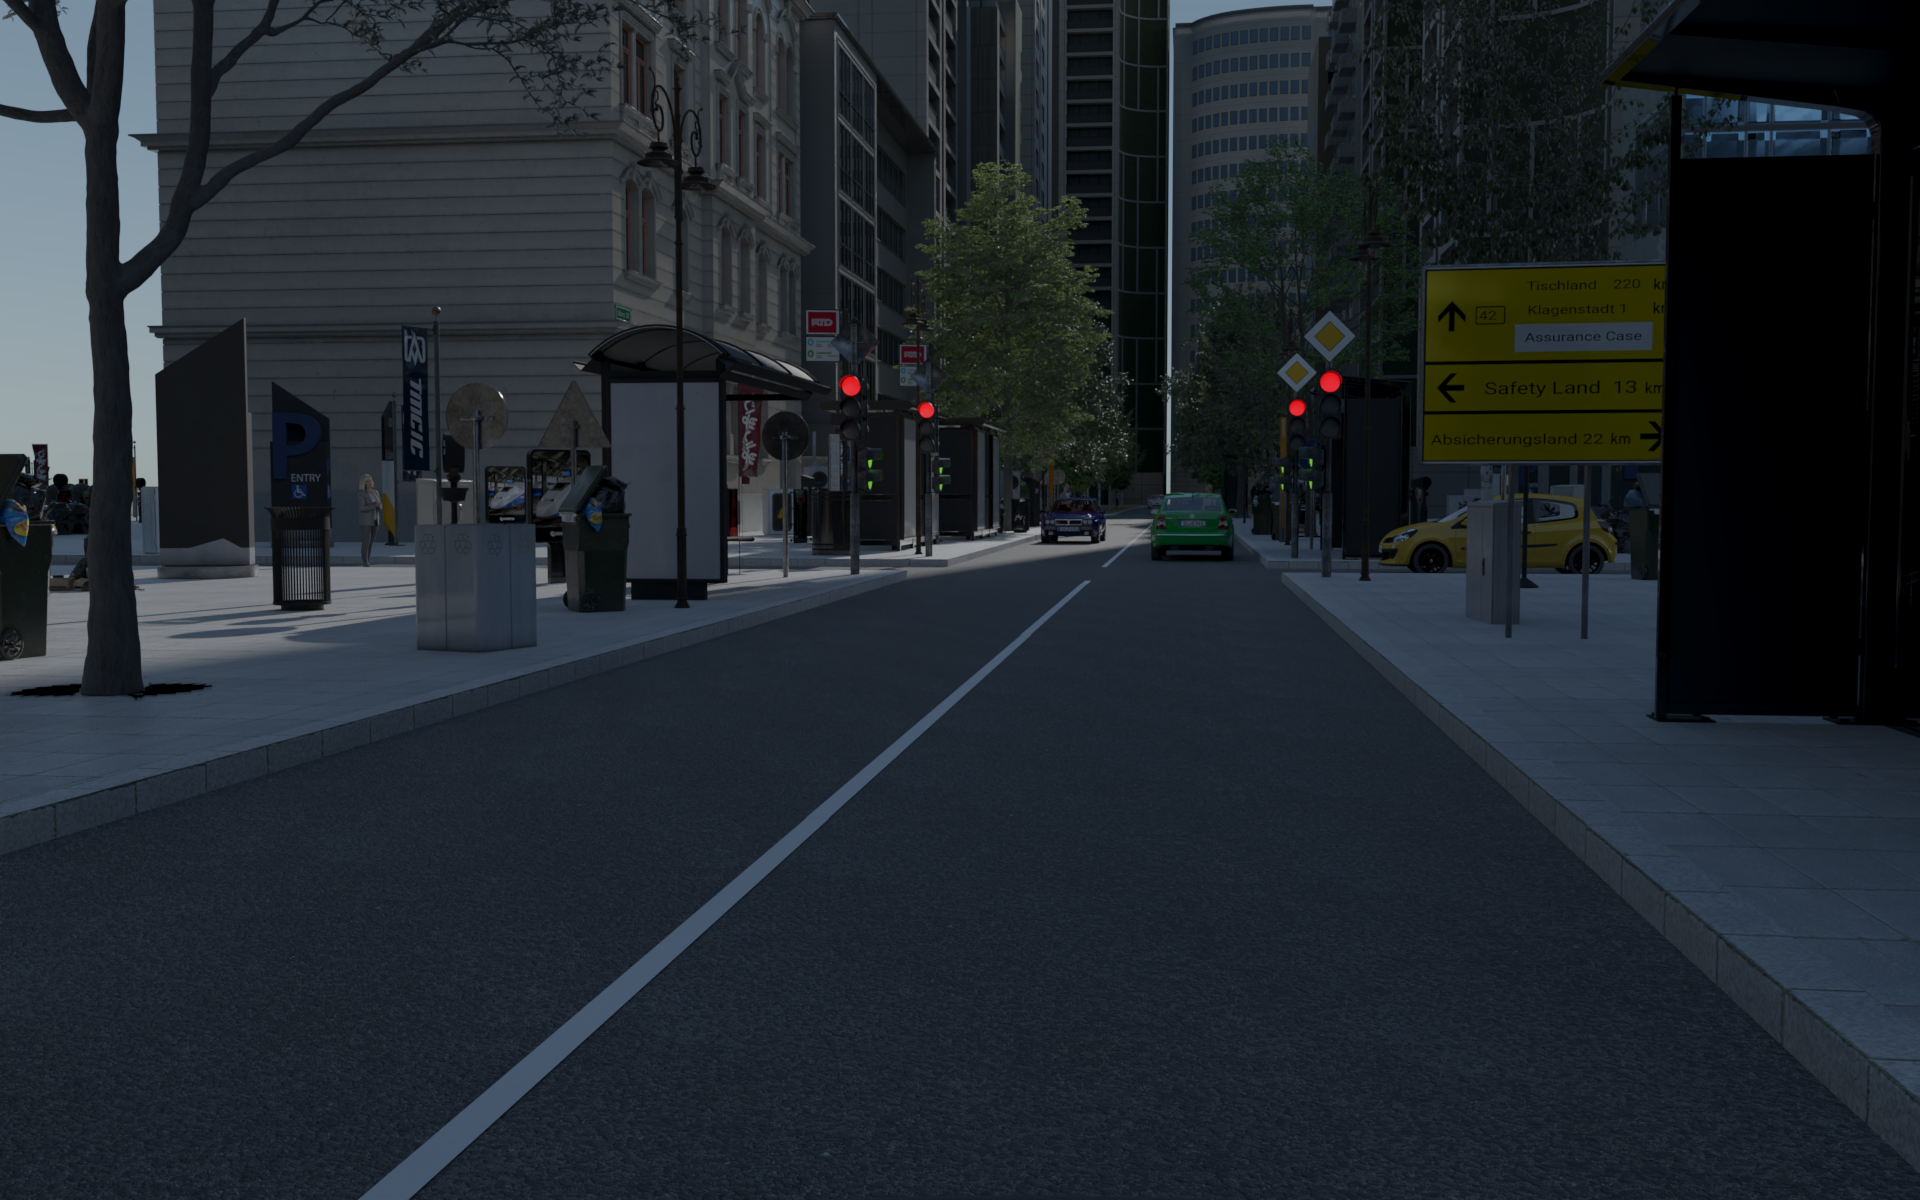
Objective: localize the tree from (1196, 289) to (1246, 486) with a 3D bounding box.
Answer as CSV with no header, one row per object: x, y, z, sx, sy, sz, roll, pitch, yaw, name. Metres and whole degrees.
10.449,-6.747,60.680,4.360,8.622,3.978,0,3,0,tree

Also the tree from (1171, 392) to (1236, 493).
27.153,-16.980,184.271,9.857,13.997,8.962,0,3,0,tree

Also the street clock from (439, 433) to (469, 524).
-5.993,-0.977,20.537,0.358,2.002,0.471,-1,4,-21,street clock

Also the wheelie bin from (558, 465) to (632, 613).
-4.003,-0.682,19.052,0.693,1.594,0.980,-2,4,-30,wheelie bin

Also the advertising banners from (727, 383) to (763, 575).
-3.922,-1.922,27.615,2.074,3.025,0.090,2,4,33,advertising banners

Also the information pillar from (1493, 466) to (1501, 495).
21.861,-4.827,70.268,0.504,3.616,0.183,0,4,7,information pillar

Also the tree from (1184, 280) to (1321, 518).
15.219,-10.759,92.915,9.611,12.733,9.660,0,3,0,tree

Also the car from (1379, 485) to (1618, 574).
9.421,-1.239,30.477,3.980,1.641,2.015,1,4,9,car

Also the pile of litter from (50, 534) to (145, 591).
-11.700,-0.566,23.213,1.719,0.858,1.176,3,5,42,pile of litter

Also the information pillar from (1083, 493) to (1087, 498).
8.019,-6.478,110.412,0.304,2.012,0.304,-2,4,-30,information pillar

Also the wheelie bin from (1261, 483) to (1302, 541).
8.993,-2.440,47.807,0.980,1.594,0.693,3,4,37,wheelie bin

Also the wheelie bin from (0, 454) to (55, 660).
-7.585,-0.347,13.579,0.980,1.594,0.693,1,4,16,wheelie bin

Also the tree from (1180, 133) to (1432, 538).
10.241,-7.667,51.111,9.928,11.665,9.643,0,3,0,tree

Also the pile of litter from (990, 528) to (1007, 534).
0.629,-2.603,56.522,1.719,0.858,1.176,1,4,14,pile of litter

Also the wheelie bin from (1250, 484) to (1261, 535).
9.587,-2.851,54.525,0.693,1.594,0.980,2,4,33,wheelie bin

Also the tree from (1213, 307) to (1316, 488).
12.164,-7.137,67.059,4.737,8.622,4.395,0,3,0,tree

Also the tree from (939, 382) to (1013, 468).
0.688,-8.483,89.066,4.360,8.622,3.978,0,3,0,tree

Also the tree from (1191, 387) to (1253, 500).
25.708,-15.241,167.312,7.486,12.596,7.792,0,3,0,tree

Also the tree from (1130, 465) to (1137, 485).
13.621,-10.186,150.248,4.285,4.588,4.351,0,3,0,tree

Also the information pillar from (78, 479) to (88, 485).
-41.477,-4.740,81.993,0.304,2.012,0.304,1,4,9,information pillar

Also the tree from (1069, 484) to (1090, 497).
6.825,-6.247,96.740,1.663,3.219,1.824,0,3,0,tree

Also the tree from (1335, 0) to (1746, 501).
5.899,-4.178,18.671,4.360,8.622,3.978,0,3,0,tree

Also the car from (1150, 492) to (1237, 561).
5.209,-1.827,38.675,1.959,1.807,4.718,1,4,8,car

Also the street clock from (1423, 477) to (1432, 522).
19.277,-4.111,71.784,0.471,2.002,0.358,0,4,0,street clock

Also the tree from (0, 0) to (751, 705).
-5.365,-6.147,10.871,12.009,13.543,11.850,0,3,0,tree

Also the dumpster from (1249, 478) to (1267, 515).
18.105,-6.185,103.624,1.502,2.255,1.985,0,4,7,dumpster

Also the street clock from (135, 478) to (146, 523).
-36.199,-4.404,76.571,0.358,2.002,0.471,0,4,6,street clock

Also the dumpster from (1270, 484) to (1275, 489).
13.568,-4.080,72.463,1.264,1.857,1.865,0,4,7,dumpster

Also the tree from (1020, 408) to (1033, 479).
2.144,-9.160,100.125,4.360,8.622,3.978,0,3,0,tree

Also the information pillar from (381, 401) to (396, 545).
-14.302,-3.179,43.331,0.183,3.616,0.504,0,4,8,information pillar

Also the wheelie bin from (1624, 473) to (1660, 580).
10.419,-1.106,25.999,0.980,1.594,0.693,0,4,-7,wheelie bin

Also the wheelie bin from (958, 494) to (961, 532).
0.327,-3.129,59.068,0.980,1.594,0.693,-3,5,-41,wheelie bin

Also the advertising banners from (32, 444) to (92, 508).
-31.168,-3.922,60.306,2.074,3.025,0.090,-1,4,-9,advertising banners

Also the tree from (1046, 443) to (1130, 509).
6.180,-6.619,91.942,4.285,4.588,4.351,0,3,0,tree

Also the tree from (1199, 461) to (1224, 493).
23.717,-10.769,159.786,4.285,4.588,4.351,0,3,0,tree

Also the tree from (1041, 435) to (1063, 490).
4.655,-9.489,105.500,4.360,8.622,3.978,0,3,0,tree

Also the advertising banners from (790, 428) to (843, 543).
-3.660,-3.028,45.688,0.090,3.025,2.074,3,5,45,advertising banners

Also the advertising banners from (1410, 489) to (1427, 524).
10.477,-2.731,40.836,0.090,3.025,2.074,3,5,43,advertising banners

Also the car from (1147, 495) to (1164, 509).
19.368,-9.637,169.921,2.083,1.381,4.827,0,4,8,car

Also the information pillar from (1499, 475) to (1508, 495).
20.569,-3.728,65.450,0.304,2.012,0.304,3,5,45,information pillar

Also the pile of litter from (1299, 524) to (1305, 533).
10.840,-2.611,56.659,1.719,0.858,1.176,0,4,0,pile of litter

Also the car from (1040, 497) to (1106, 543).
3.405,-2.391,51.672,1.945,1.354,3.894,1,4,9,car

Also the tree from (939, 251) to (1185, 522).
3.456,-9.932,79.388,9.611,12.733,9.660,0,3,0,tree

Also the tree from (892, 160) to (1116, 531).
1.540,-8.671,59.896,7.486,12.596,7.792,0,3,0,tree

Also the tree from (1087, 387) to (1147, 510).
9.615,-10.165,116.567,4.737,8.622,4.395,0,3,0,tree
